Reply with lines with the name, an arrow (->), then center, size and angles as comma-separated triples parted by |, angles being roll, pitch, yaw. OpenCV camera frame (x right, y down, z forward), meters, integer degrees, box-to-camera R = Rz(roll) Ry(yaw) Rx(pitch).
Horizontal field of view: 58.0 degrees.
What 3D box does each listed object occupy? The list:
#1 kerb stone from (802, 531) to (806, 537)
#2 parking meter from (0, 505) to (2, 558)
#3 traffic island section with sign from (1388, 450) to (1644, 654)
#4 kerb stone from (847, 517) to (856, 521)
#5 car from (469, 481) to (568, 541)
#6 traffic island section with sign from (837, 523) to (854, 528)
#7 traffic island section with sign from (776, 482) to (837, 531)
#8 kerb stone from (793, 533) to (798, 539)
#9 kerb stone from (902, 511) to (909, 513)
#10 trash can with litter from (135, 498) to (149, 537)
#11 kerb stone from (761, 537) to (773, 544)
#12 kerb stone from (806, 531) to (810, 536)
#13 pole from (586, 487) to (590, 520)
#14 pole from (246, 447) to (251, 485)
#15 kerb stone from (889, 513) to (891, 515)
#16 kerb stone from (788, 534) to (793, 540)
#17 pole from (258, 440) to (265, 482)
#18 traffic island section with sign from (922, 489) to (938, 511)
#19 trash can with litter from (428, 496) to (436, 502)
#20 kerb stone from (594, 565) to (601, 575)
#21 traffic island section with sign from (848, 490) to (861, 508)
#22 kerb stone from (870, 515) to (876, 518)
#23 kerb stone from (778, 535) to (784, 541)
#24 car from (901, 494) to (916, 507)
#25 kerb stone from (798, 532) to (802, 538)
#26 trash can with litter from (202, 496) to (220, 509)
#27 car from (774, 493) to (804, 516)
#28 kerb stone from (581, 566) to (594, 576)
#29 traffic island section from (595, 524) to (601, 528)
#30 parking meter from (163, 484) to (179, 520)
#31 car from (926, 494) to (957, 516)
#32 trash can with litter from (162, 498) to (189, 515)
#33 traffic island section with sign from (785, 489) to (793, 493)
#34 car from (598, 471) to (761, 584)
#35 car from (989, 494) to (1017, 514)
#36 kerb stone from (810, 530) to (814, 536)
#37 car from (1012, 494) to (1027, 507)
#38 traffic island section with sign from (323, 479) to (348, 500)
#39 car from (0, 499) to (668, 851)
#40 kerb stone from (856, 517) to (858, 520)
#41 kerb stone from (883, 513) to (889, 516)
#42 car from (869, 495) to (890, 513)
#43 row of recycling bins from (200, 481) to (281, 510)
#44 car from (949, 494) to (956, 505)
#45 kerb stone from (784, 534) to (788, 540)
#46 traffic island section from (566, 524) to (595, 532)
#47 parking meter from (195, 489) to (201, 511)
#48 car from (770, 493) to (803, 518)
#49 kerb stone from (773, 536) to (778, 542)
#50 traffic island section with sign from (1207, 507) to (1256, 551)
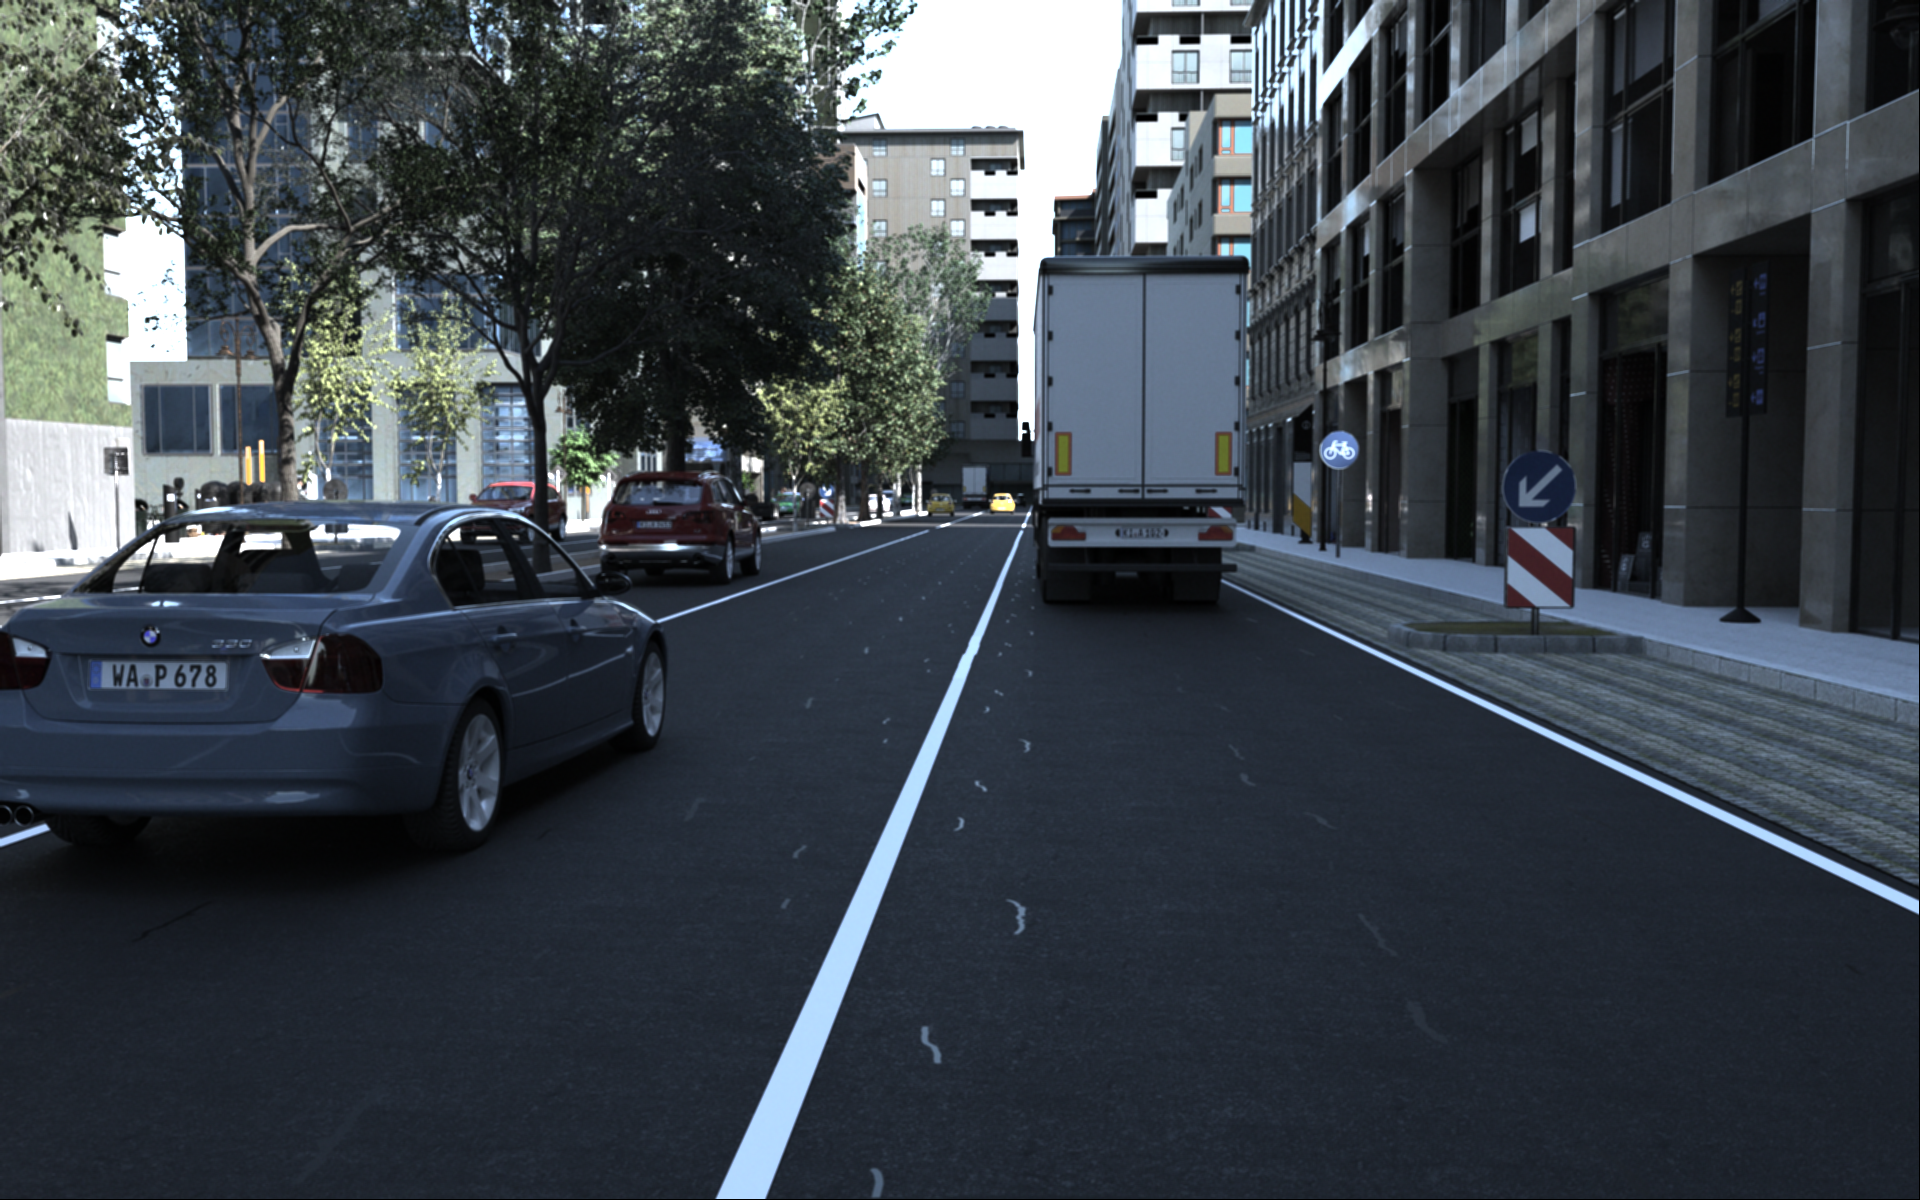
kerb stone -> -5.334, -2.159, 57.549 | 0.120, 0.150, 1.000 | 0, 4, 3
parking meter -> -19.517, -1.788, 34.945 | 0.255, 1.863, 0.399 | -2, 4, -34
traffic island section with sign -> 5.158, -0.477, 16.424 | 1.989, 1.847, 2.006 | 0, 4, 3
kerb stone -> -5.851, -4.332, 93.017 | 0.120, 0.150, 1.000 | 0, 4, 3
car -> -13.217, -2.616, 51.452 | 2.281, 1.827, 5.304 | 0, 4, 3
traffic island section with sign -> -5.621, -4.040, 74.185 | 2.006, 1.907, 1.989 | 0, 4, 3
traffic island section with sign -> -5.961, -3.587, 66.785 | 2.006, 1.907, 1.989 | 0, 4, 3
kerb stone -> -5.417, -2.037, 55.503 | 0.120, 0.150, 1.000 | 0, 4, 3
kerb stone -> -4.158, -6.650, 130.924 | 0.120, 0.150, 1.000 | 0, 4, 3
trash can with litter -> -21.525, -2.076, 45.331 | 0.624, 1.170, 1.055 | -1, 4, -13
kerb stone -> -5.642, -1.724, 50.390 | 0.120, 0.150, 1.000 | 0, 4, 3
kerb stone -> -5.284, -2.225, 58.571 | 0.120, 0.150, 1.000 | 0, 4, 3
pole -> -18.313, -5.588, 85.205 | 0.158, 3.312, 0.155 | 0, 3, 0
pole -> -30.577, -4.932, 74.475 | 0.158, 3.312, 0.155 | 0, 3, 0
kerb stone -> -4.844, -5.708, 115.525 | 0.120, 0.150, 1.000 | 0, 4, 3
kerb stone -> -5.465, -1.972, 54.482 | 0.120, 0.150, 1.000 | 0, 4, 3
pole -> -26.494, -4.397, 65.740 | 0.158, 3.312, 0.155 | 0, 3, 0
traffic island section with sign -> -2.282, -8.631, 149.249 | 2.006, 1.907, 1.989 | 0, 4, 3
trash can with litter -> -20.555, -3.404, 66.715 | 1.678, 1.210, 2.233 | 0, 4, 3
kerb stone -> -6.514, -0.534, 30.938 | 0.120, 0.150, 1.000 | 0, 4, 3
traffic island section with sign -> -10.318, -10.303, 177.081 | 1.989, 1.847, 2.006 | 0, 4, 3
kerb stone -> -5.258, -5.144, 106.306 | 0.120, 0.150, 1.000 | 0, 4, 3
kerb stone -> -5.551, -1.850, 52.437 | 0.120, 0.150, 1.000 | 0, 4, 3
car -> -5.876, -11.655, 199.351 | 1.959, 1.807, 4.718 | 0, 4, 4
kerb stone -> -5.380, -2.093, 56.528 | 0.120, 0.150, 1.000 | 0, 4, 3
trash can with litter -> -22.425, -2.550, 52.742 | 2.233, 1.210, 1.678 | 0, 4, -7
car -> -10.776, -6.123, 109.707 | 1.945, 1.707, 3.694 | 0, 4, 4
kerb stone -> -6.555, -0.472, 29.908 | 0.120, 0.150, 1.000 | 0, 4, 3
traffic island section -> -15.204, -3.222, 74.955 | 2.009, 0.180, 2.903 | 0, 4, 3
parking meter -> -20.560, -2.248, 45.167 | 0.372, 1.533, 0.369 | 0, 3, 0
car -> -1.238, -6.296, 113.162 | 2.015, 1.641, 3.980 | 0, 4, 1
trash can with litter -> -22.633, -2.384, 50.374 | 0.624, 1.170, 1.055 | 1, 4, 11
traffic island section with sign -> -12.554, -7.246, 127.094 | 1.989, 1.847, 2.006 | 0, 4, 3
car -> -4.616, -1.248, 29.072 | 2.281, 1.827, 5.304 | 0, 4, 2
car -> 3.062, -7.019, 124.983 | 2.015, 1.641, 3.980 | 0, 4, 3
kerb stone -> -5.236, -2.287, 59.595 | 0.120, 0.150, 1.000 | 0, 4, 3
car -> 6.398, -11.083, 190.986 | 2.009, 1.686, 4.222 | 0, 4, 3
traffic island section with sign -> -16.245, -2.195, 44.523 | 1.989, 1.847, 2.006 | 0, 4, 3
car -> -2.694, 0.227, 8.298 | 2.014, 1.417, 4.499 | 0, 4, 5
kerb stone -> -5.800, -4.390, 94.039 | 0.120, 0.150, 1.000 | 0, 4, 3
kerb stone -> -4.943, -5.580, 113.474 | 0.120, 0.150, 1.000 | 0, 4, 3
car -> -6.438, -7.352, 132.568 | 2.083, 1.381, 4.827 | 0, 4, 4
row of recycling bins -> -23.054, -3.000, 56.155 | 1.069, 1.692, 3.534 | 1, 4, 22
car -> -1.608, -12.691, 219.287 | 2.131, 1.459, 4.920 | 0, 4, 1
kerb stone -> -5.511, -1.910, 53.461 | 0.120, 0.150, 1.000 | 0, 4, 3
traffic island section -> -15.560, -2.734, 66.978 | 2.009, 0.180, 2.903 | 0, 4, 3
parking meter -> -35.823, -4.477, 81.611 | 0.372, 1.533, 0.369 | 0, 3, 0
car -> -10.252, -5.775, 103.222 | 1.959, 1.807, 4.718 | 0, 4, 2
kerb stone -> -5.603, -1.787, 51.412 | 0.120, 0.150, 1.000 | 0, 4, 3
traffic island section with sign -> 6.384, -2.157, 43.892 | 1.989, 1.847, 2.006 | 0, 4, 3
